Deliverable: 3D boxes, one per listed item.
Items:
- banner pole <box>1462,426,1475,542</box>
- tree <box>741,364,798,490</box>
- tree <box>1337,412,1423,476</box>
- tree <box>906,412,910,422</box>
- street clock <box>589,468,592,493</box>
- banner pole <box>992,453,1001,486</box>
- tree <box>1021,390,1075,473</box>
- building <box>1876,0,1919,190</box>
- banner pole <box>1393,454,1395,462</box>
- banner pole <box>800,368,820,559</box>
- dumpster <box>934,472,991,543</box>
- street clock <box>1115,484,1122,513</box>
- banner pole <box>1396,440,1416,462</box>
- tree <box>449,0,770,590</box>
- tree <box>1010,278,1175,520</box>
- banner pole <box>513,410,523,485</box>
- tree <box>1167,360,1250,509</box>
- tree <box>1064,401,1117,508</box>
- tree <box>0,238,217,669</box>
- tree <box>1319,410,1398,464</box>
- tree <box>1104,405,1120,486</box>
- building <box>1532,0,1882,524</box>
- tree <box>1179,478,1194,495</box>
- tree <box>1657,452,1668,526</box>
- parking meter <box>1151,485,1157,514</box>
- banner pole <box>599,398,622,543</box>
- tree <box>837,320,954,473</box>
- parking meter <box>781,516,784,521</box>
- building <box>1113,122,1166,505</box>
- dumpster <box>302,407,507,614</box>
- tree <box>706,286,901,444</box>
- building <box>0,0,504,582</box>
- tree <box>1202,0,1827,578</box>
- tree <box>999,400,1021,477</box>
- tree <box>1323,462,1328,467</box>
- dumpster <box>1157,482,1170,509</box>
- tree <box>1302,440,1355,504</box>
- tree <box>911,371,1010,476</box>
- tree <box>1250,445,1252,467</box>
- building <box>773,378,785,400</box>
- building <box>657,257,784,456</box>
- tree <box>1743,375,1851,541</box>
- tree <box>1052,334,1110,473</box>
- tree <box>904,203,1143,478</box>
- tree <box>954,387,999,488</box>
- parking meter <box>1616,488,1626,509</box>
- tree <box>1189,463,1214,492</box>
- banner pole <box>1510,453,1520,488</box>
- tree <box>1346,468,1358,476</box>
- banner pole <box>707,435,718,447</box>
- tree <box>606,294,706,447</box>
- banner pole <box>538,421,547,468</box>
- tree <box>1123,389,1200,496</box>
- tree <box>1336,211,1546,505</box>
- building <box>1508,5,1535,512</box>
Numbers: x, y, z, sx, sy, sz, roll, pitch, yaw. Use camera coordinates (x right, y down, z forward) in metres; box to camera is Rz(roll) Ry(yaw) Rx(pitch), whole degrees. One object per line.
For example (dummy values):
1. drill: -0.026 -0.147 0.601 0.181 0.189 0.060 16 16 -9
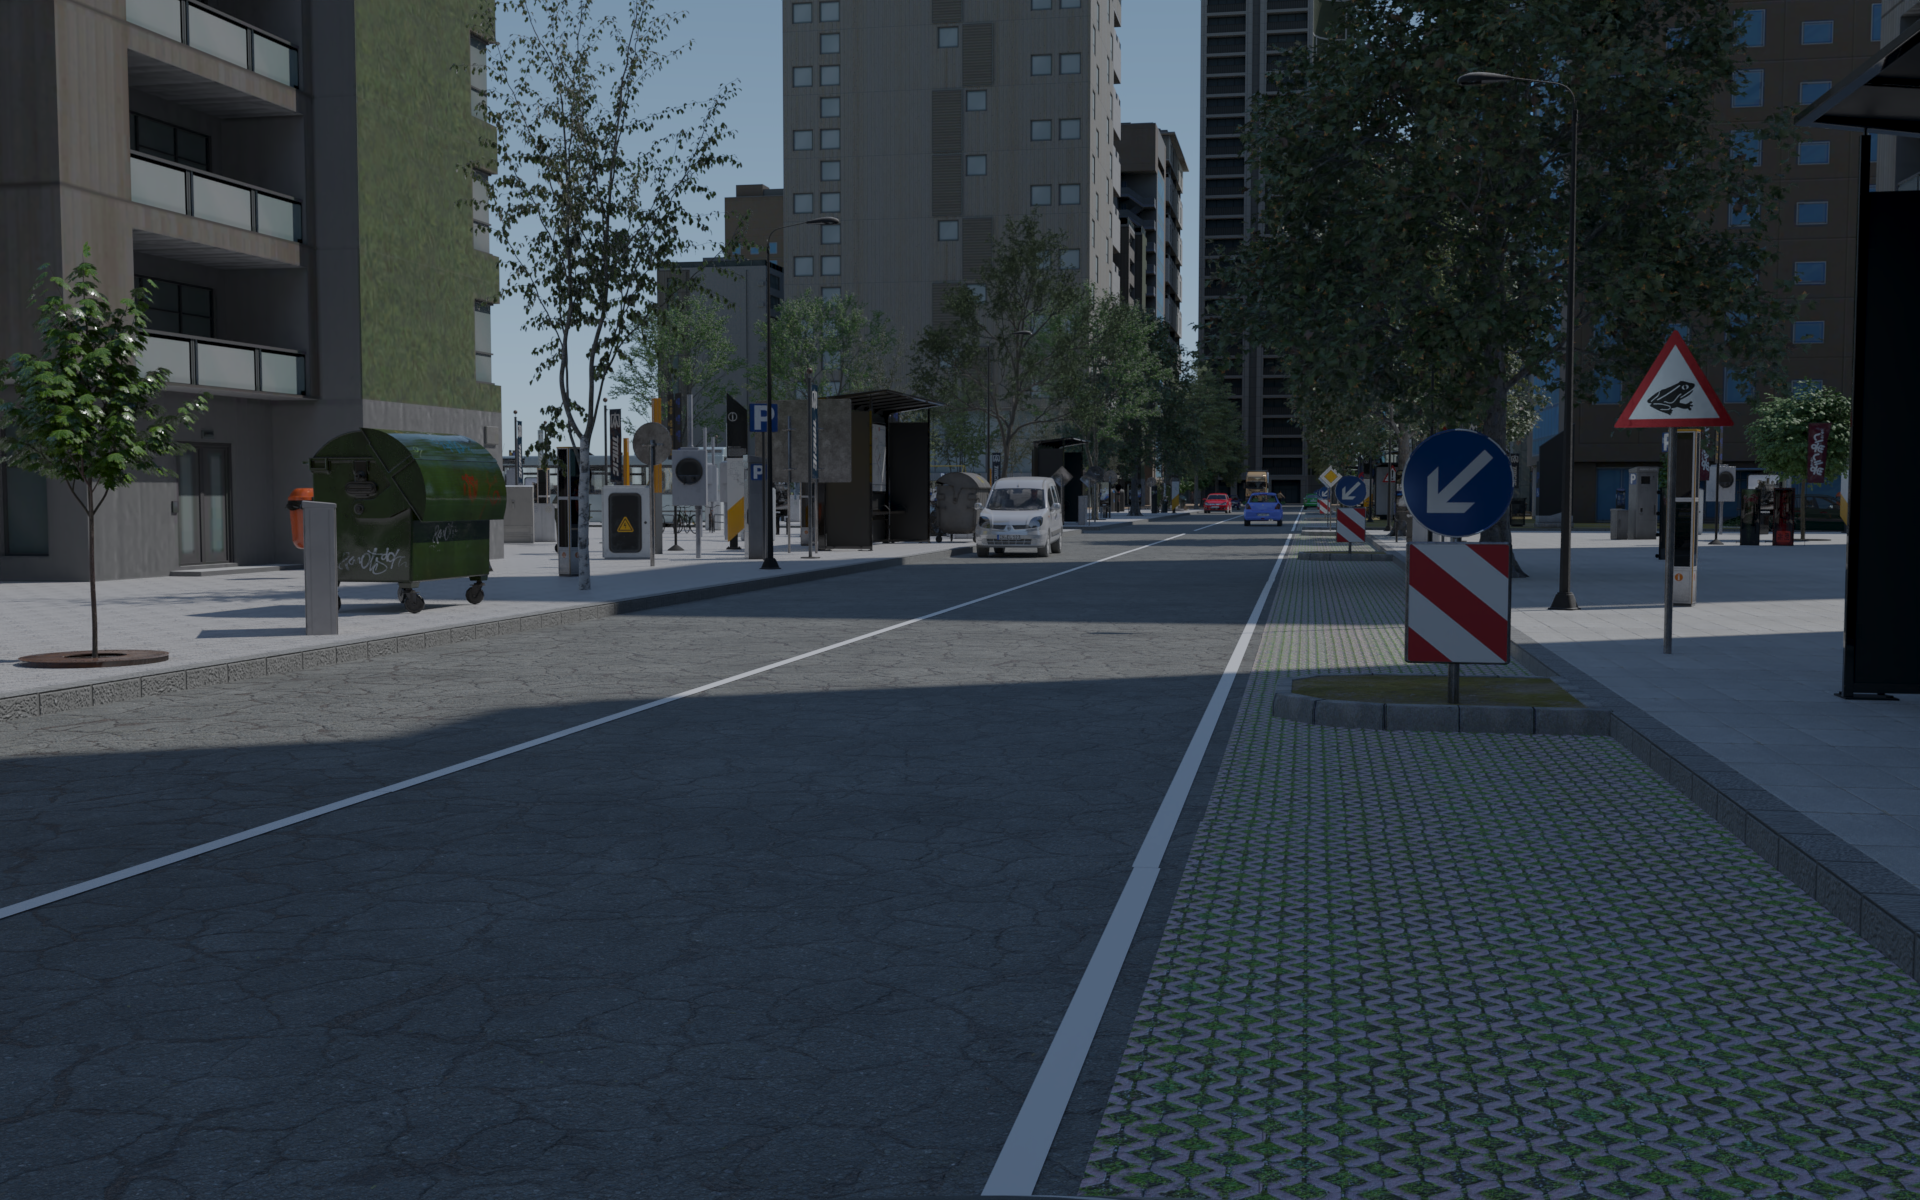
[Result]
1. banner pole: 13.676 -3.463 46.634 0.863 3.779 0.401 -1 4 -19
2. tree: -10.416 -9.034 98.074 4.737 8.622 4.395 0 3 0
3. tree: 19.012 -7.535 73.553 4.360 8.622 3.978 0 3 0
4. tree: -3.137 -11.310 135.281 4.737 8.622 4.395 0 3 0
5. street clock: -9.423 -2.370 43.327 0.358 2.002 0.471 1 4 21
6. banner pole: 1.775 -6.227 91.834 0.863 3.779 0.401 1 4 14
7. tree: 6.882 -10.692 125.181 4.360 8.622 3.978 0 3 0
8. building: 27.898 -21.590 36.592 14.154 41.232 14.086 1 4 11
9. banner pole: 25.257 -6.737 100.175 0.863 3.779 0.401 -1 4 -22
10. banner pole: -2.941 -2.729 34.635 0.401 3.779 0.863 1 4 10
11. dumpster: 0.062 -2.473 46.193 1.264 1.857 1.865 1 4 11
12. street clock: 11.004 -7.093 120.541 0.471 2.002 0.358 0 4 -1
13. banner pole: 15.248 -4.200 58.683 0.401 3.779 0.863 -1 4 -21
14. tree: -4.906 -4.453 23.164 4.360 8.622 3.978 0 3 0
15. tree: 6.468 -9.731 84.862 9.928 11.665 9.643 0 3 0
16. banner pole: -13.224 -3.785 51.901 0.401 3.779 0.863 0 4 3
17. tree: 20.088 -13.966 146.478 7.486 12.596 7.792 0 3 0
18. tree: 9.938 -10.998 130.184 4.737 8.622 4.395 0 3 0
19. tree: -6.519 -1.140 13.239 1.663 3.219 1.824 0 3 0
20. tree: 26.036 -10.804 111.058 7.601 10.594 8.767 2 4 26
21. tree: 11.972 -11.539 139.031 4.360 8.622 3.978 0 3 0
22. building: 34.780 -26.294 80.023 14.200 45.320 14.600 1 4 11
23. tree: 17.639 -8.806 138.587 1.663 3.219 1.824 0 3 0
24. tree: 28.477 -4.578 69.446 1.663 3.219 1.824 0 3 0
25. parking meter: 12.796 -6.627 114.067 0.255 1.863 0.399 2 4 35
26. banner pole: -9.014 -3.353 44.846 0.863 3.779 0.401 3 5 39
27. tree: -3.292 -7.578 74.257 4.360 8.622 3.978 0 3 0
28. parking meter: -8.222 -4.455 81.243 0.372 1.533 0.369 0 3 0
29. building: 16.665 -34.006 206.107 14.200 45.320 14.600 1 4 11
30. dumpster: -6.192 -1.032 19.370 1.502 2.255 1.985 1 4 11
31. tree: -6.976 -9.779 85.648 9.928 11.665 9.643 0 3 0
32. building: -17.300 -21.057 27.884 14.154 41.232 14.086 1 4 11
33. tree: 8.179 -6.699 26.530 9.611 12.733 9.660 0 3 0
34. tree: 3.832 -11.059 131.178 4.360 8.622 3.978 0 3 0
35. tree: 24.321 -9.366 103.494 4.737 8.622 4.395 0 3 0
36. dumpster: 15.690 -8.006 133.388 1.502 2.255 1.985 1 4 11
37. tree: 46.500 -18.263 216.721 7.486 12.596 7.792 0 3 0
38. tree: 0.507 -9.276 102.021 4.737 8.622 4.395 0 3 0
39. tree: 27.435 -16.468 187.380 7.486 12.596 7.792 0 3 0
40. building: -6.317 -54.589 205.197 31.000 86.520 22.319 1 4 11
41. building: -28.538 -27.118 215.087 14.107 30.474 14.160 1 4 11
42. tree: 23.452 -3.926 47.906 4.285 4.588 4.351 0 3 0
43. tree: 10.180 -11.287 101.557 9.611 12.733 9.660 0 3 0
44. tree: 1.542 -7.425 55.804 7.601 10.594 8.767 3 5 40
45. tree: -0.512 -9.626 107.742 4.360 8.622 3.978 0 3 0
46. parking meter: 27.767 -3.939 72.816 0.372 1.533 0.369 0 3 0
47. tree: 21.756 -10.770 159.797 4.285 4.588 4.351 0 3 0
48. banner pole: 29.844 -6.345 93.752 0.863 3.779 0.401 1 4 11
49. tree: 29.006 -8.158 127.981 1.663 3.219 1.824 0 3 0
50. banner pole: -10.551 -5.139 74.038 0.863 3.779 0.401 3 5 42
51. tree: -14.633 -9.991 89.109 9.928 11.665 9.643 0 3 0
52. banner pole: -14.267 -4.237 59.285 0.401 3.779 0.863 -3 4 -38
53. tree: 14.231 -10.298 118.736 4.360 8.622 3.978 0 3 0
54. tree: 12.268 -5.648 42.709 4.737 8.622 4.395 0 3 0
55. building: 45.301 -49.080 115.136 22.319 86.520 31.000 1 4 11
